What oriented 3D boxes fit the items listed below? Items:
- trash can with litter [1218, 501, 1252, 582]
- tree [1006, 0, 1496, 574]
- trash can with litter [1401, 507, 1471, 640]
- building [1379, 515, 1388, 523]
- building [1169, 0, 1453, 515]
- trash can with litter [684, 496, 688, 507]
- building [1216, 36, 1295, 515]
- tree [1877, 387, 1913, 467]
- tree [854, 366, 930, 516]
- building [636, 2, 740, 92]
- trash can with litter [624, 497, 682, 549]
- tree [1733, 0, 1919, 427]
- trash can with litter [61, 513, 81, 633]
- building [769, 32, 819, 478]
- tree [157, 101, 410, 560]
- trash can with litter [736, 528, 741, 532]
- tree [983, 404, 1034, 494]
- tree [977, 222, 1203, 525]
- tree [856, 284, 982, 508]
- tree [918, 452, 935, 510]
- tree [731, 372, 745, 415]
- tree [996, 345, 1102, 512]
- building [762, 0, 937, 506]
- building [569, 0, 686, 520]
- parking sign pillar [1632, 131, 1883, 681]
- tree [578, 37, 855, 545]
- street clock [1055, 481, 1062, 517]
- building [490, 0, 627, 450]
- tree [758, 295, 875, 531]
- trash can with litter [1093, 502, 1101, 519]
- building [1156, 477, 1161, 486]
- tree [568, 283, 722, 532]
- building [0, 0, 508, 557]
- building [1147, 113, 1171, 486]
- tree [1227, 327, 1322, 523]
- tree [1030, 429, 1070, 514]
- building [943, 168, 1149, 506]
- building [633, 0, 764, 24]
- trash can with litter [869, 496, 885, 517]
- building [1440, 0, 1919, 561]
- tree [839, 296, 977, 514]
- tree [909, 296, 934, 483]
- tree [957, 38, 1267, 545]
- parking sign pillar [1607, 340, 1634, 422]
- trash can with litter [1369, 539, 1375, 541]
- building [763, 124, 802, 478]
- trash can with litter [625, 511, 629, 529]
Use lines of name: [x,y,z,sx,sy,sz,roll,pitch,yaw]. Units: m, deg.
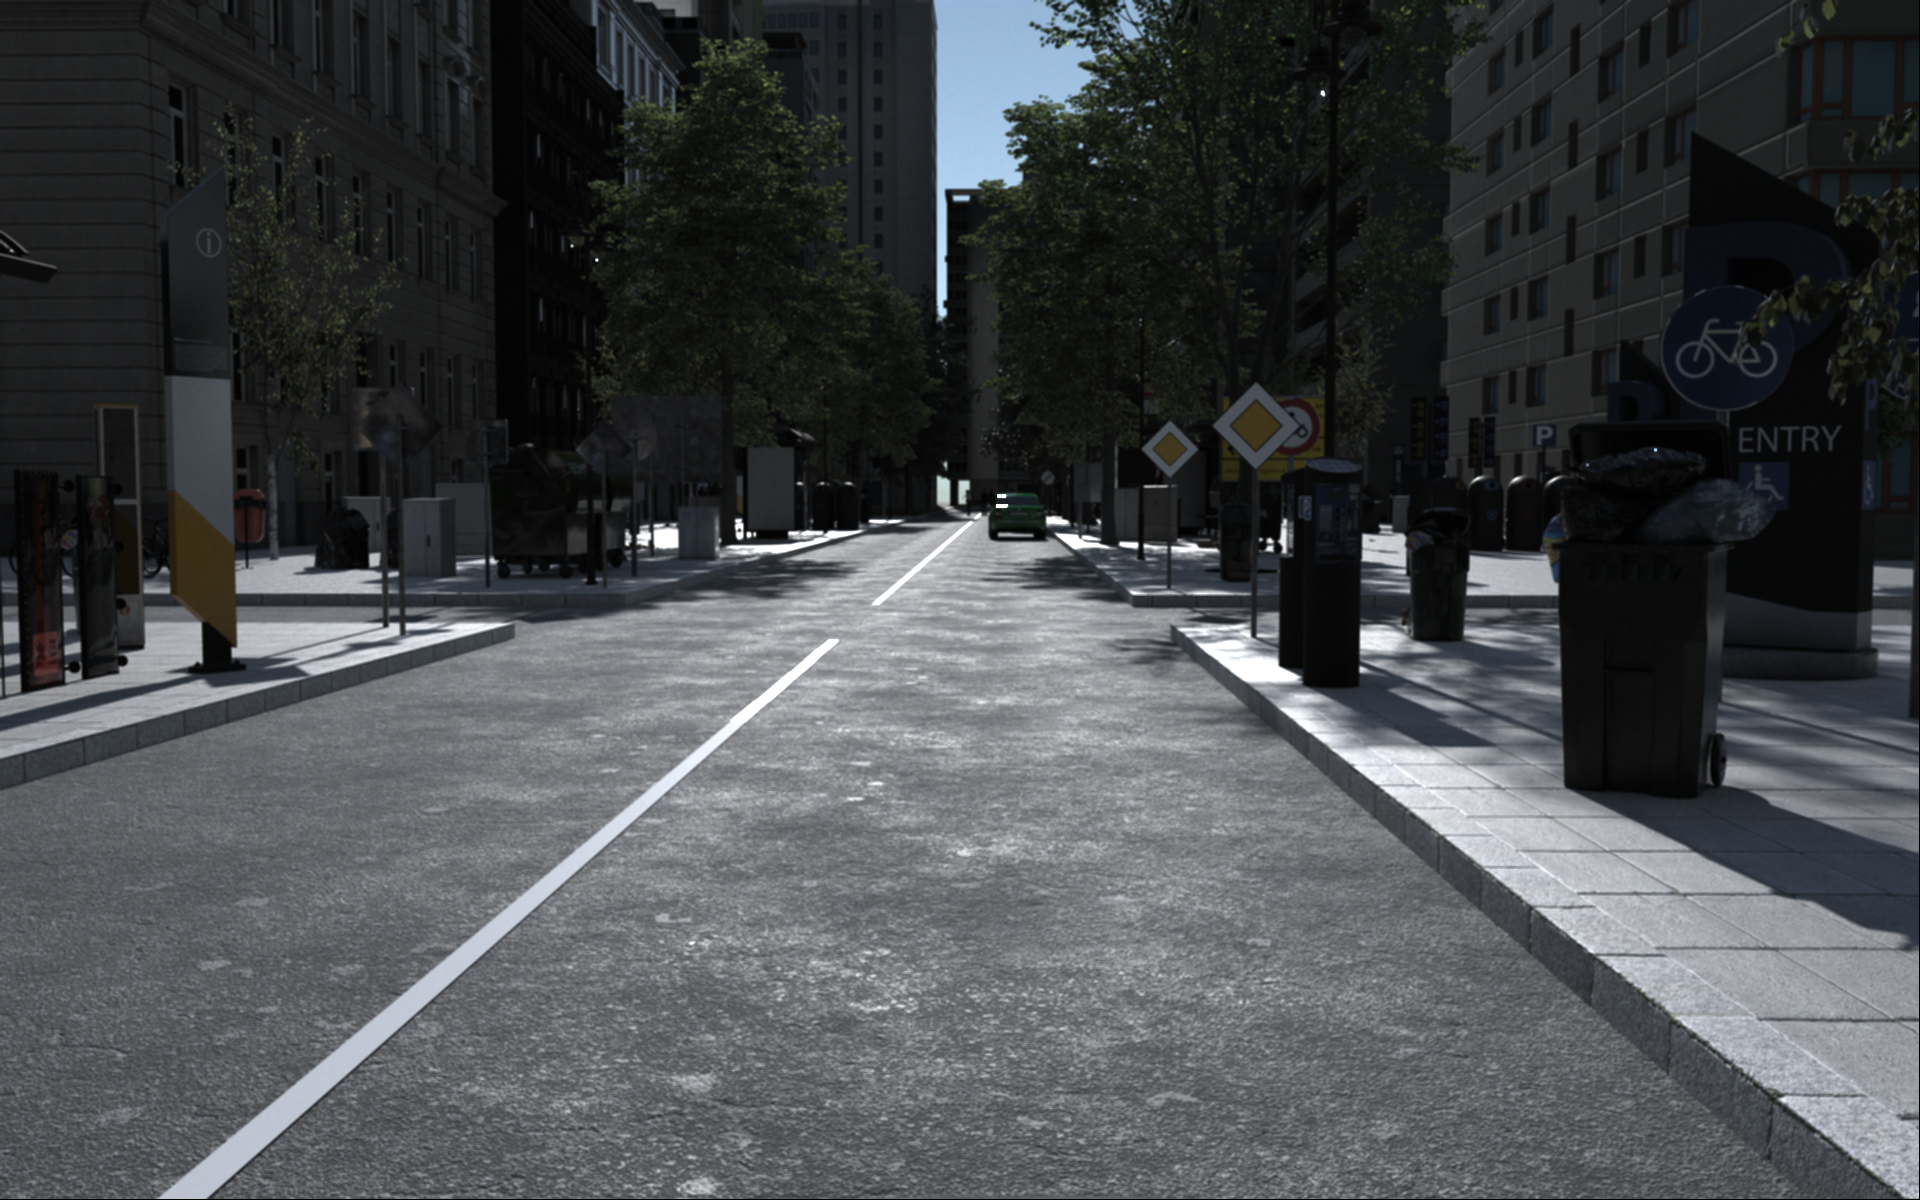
trash can with litter: [4.159,-0.872,25.648,0.624,1.170,1.055,0,4,2]
tree: [4.610,-6.247,27.893,9.928,11.665,9.643,0,3,0]
trash can with litter: [4.162,-0.250,15.468,0.624,1.170,1.055,0,4,0]
building: [29.170,-28.304,86.473,21.300,48.544,21.600,0,4,1]
building: [27.493,-30.994,130.461,21.300,48.544,21.600,0,4,1]
trash can with litter: [-11.175,-3.499,68.261,1.678,1.210,2.233,2,4,28]
building: [23.656,-20.892,113.283,14.160,30.474,14.107,0,4,1]
tree: [13.032,-2.597,26.174,4.285,4.588,4.351,0,3,0]
tree: [-4.157,-9.099,99.130,4.360,8.622,3.978,0,3,0]
building: [-21.360,-20.454,106.127,14.160,30.474,14.107,0,4,1]
trash can with litter: [-7.628,-1.825,40.889,1.678,1.210,2.233,-1,4,-17]
tree: [3.417,-3.315,4.557,4.360,8.622,3.978,0,3,0]
trash can with litter: [-8.074,-0.290,16.130,0.624,1.170,1.055,-2,4,-33]
building: [-20.107,-28.934,156.672,14.086,41.232,14.154,0,4,1]
tree: [-13.126,-5.086,33.516,4.360,8.622,3.978,0,3,0]
trash can with litter: [-6.853,-2.899,58.453,2.233,1.210,1.678,-2,4,-28]
tree: [7.168,-16.003,172.025,12.009,13.543,11.850,0,3,0]
tree: [5.514,-9.527,72.777,9.611,12.733,9.660,0,3,0]
tree: [-3.825,-18.548,159.145,12.611,20.169,13.585,0,3,0]
tree: [-3.288,-11.712,141.857,4.737,8.622,4.395,0,3,0]
tree: [-11.397,-7.567,74.081,4.360,8.622,3.978,0,3,0]
tree: [7.185,-13.444,126.462,9.857,13.997,8.962,0,3,0]
building: [-16.853,-40.433,203.073,28.212,58.520,21.231,0,4,1]
building: [-21.828,-18.291,84.958,13.634,28.700,20.117,0,4,1]
parking sign pillar: [5.865,-1.469,12.486,1.447,3.967,1.447,3,5,41]
tree: [-5.835,-7.652,43.240,7.486,12.596,7.792,0,3,0]
street clock: [5.684,-5.778,99.041,0.471,2.002,0.358,0,4,-4]
building: [-20.785,-14.520,67.086,12.332,23.373,15.834,0,4,1]
tree: [-5.299,-6.726,60.328,4.737,8.622,4.395,0,3,0]
trash can with litter: [7.338,-4.781,89.223,2.233,1.210,1.678,2,4,28]
building: [28.429,-43.582,150.818,20.563,71.187,20.611,0,4,1]
tree: [-10.669,-6.599,58.259,4.360,8.622,3.978,0,3,0]
building: [-21.678,-15.245,46.522,12.463,27.353,25.104,0,4,1]
building: [29.055,-33.583,199.187,14.200,45.320,14.600,0,4,1]
tree: [13.847,-7.662,75.641,4.737,8.622,4.395,0,3,0]
tree: [6.008,-9.706,109.062,4.360,8.622,3.978,0,3,0]
building: [10.180,-31.586,208.308,23.993,40.220,32.217,0,4,1]
building: [-21.390,-26.690,119.978,14.154,41.232,14.086,0,4,1]
trash can with litter: [-5.447,-5.229,96.550,2.233,1.210,1.678,2,4,31]
building: [30.937,-12.305,46.224,28.899,21.520,27.650,0,4,1]
tree: [-3.204,-12.464,110.448,9.857,13.997,8.962,0,3,0]
tree: [-4.461,-10.087,83.050,7.486,12.596,7.792,0,3,0]
tree: [3.830,-7.655,43.287,7.486,12.596,7.792,0,3,0]
parking sign pillar: [11.669,-2.520,29.672,1.447,3.967,1.447,-1,4,-20]
trash can with litter: [10.225,-2.226,47.452,2.233,1.210,1.678,2,4,35]
building: [-20.150,-22.202,134.699,14.160,30.474,14.107,0,4,1]
trash can with litter: [-12.310,-3.184,63.454,0.624,1.170,1.055,-2,4,-31]
